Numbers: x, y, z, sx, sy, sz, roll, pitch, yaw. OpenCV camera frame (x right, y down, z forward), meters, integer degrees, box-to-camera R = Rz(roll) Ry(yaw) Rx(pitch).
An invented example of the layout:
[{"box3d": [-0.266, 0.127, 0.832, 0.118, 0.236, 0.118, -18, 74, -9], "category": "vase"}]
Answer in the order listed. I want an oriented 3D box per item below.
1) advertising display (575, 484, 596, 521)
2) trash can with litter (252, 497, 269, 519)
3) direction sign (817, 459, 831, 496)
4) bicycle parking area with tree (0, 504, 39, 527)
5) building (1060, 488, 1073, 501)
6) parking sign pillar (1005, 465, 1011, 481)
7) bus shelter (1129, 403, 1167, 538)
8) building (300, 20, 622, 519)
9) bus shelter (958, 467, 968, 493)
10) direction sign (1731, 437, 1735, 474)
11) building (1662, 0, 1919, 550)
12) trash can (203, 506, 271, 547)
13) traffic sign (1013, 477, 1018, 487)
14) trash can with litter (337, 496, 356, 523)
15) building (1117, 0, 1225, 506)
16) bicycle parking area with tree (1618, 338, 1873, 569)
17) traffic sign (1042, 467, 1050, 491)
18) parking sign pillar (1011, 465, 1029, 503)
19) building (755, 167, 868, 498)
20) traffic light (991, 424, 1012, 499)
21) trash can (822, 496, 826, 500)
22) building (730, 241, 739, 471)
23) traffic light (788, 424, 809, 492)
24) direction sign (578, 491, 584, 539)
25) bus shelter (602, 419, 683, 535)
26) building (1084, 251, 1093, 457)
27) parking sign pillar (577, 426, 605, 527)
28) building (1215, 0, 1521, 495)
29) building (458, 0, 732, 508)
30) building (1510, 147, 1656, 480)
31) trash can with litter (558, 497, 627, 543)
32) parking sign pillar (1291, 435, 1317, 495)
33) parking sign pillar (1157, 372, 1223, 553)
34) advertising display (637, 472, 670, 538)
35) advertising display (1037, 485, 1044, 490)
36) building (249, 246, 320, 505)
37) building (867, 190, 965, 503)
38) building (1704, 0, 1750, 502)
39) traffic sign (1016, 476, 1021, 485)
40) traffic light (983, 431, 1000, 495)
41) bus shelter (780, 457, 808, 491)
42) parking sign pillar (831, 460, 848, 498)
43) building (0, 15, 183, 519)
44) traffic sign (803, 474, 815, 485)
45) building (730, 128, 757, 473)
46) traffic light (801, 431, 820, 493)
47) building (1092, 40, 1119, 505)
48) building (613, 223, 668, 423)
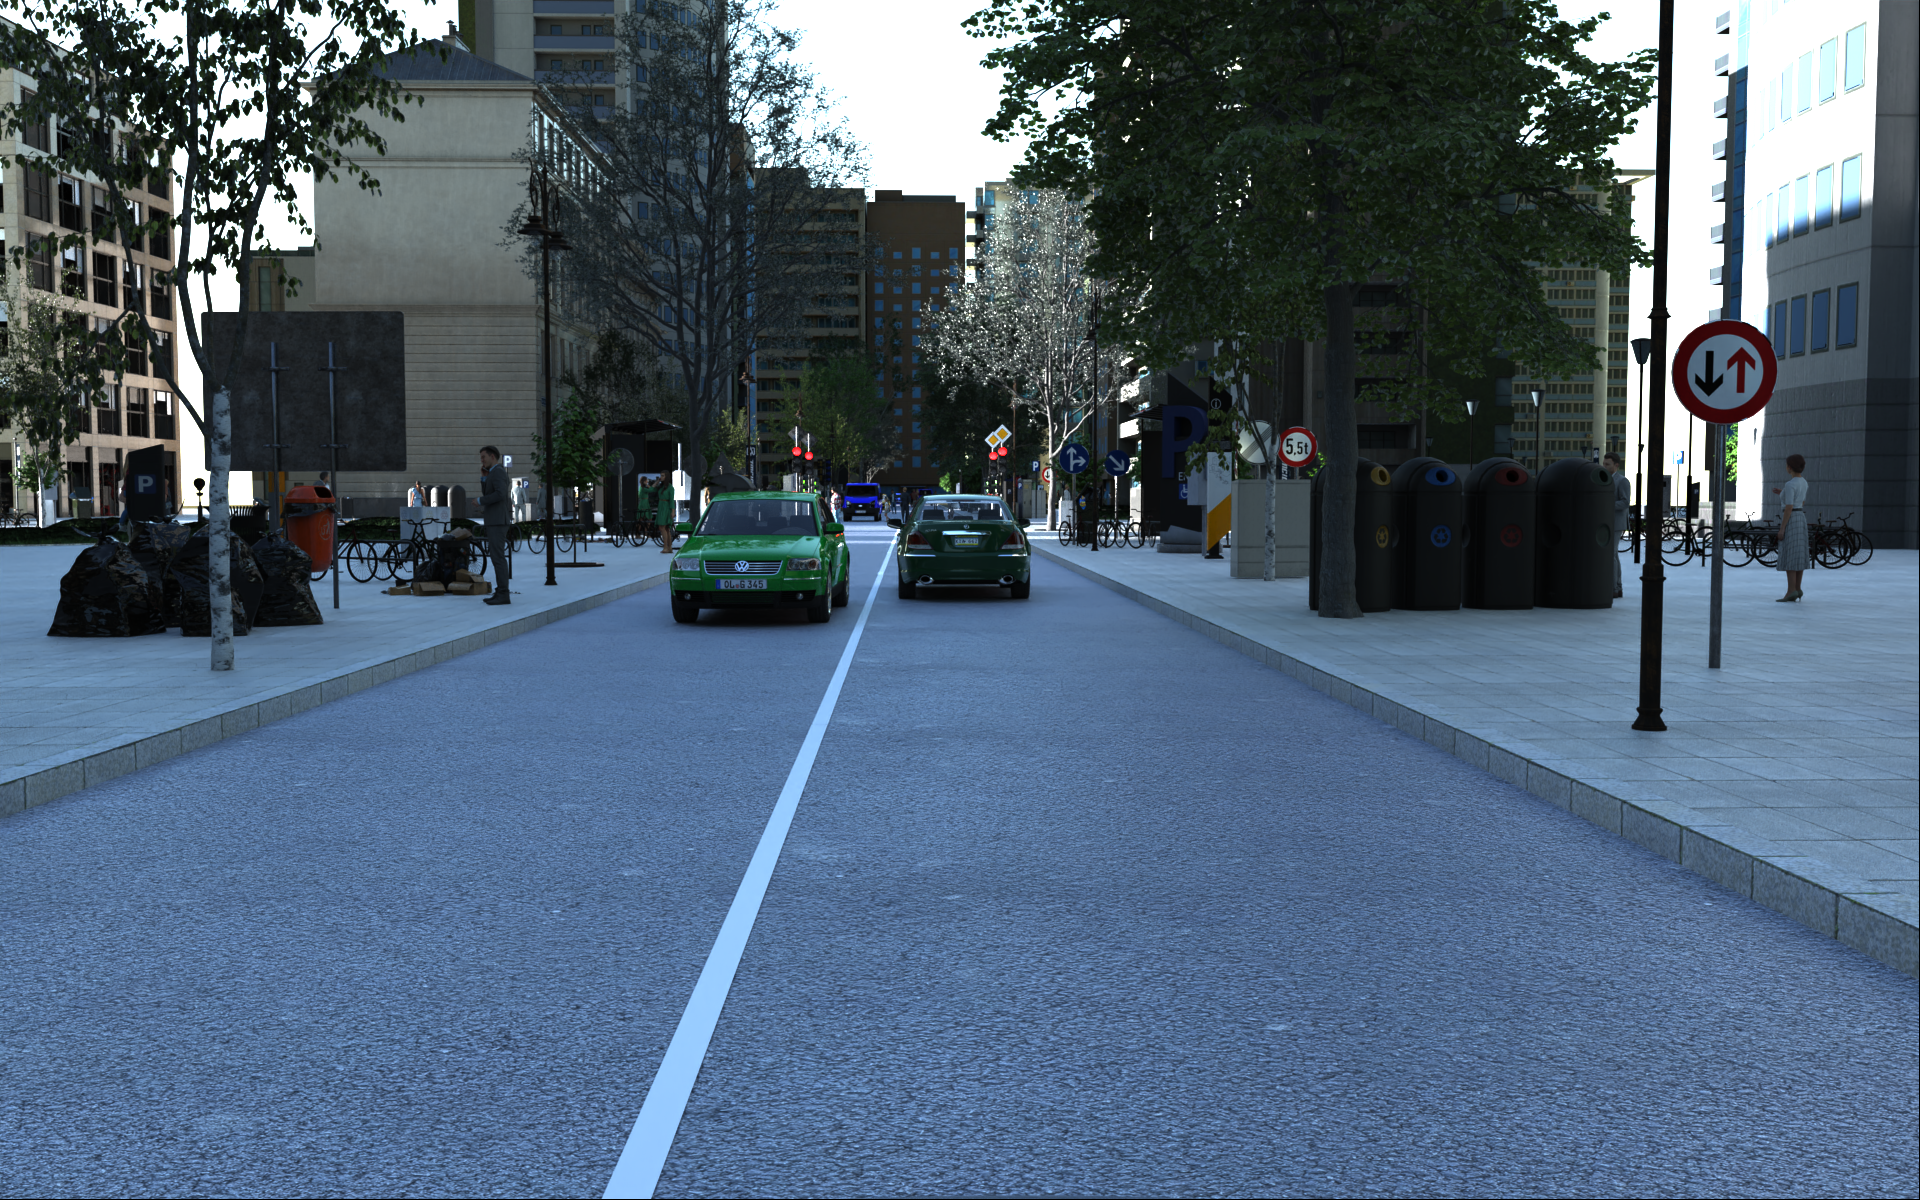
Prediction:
[{"box3d": [-14.110, -3.658, 65.024, 0.974, 1.923, 0.123, 2, 4, 26], "category": "advertising display"}, {"box3d": [-25.995, -3.280, 65.013, 1.055, 1.170, 0.624, 1, 4, 14], "category": "trash can with litter"}, {"box3d": [-8.770, -7.336, 111.942, 0.876, 3.537, 0.379, 0, 4, 6], "category": "direction sign"}, {"box3d": [-35.577, -4.309, 57.449, 9.016, 4.147, 8.231, 1, 4, 20], "category": "bicycle parking area with tree"}, {"box3d": [28.491, -31.274, 203.217, 32.217, 40.220, 23.993, 0, 4, -2], "category": "building"}, {"box3d": [4.026, -9.002, 135.659, 1.447, 3.967, 1.447, 2, 4, 30], "category": "parking sign pillar"}, {"box3d": [5.912, -3.470, 48.016, 1.731, 3.624, 6.357, 0, 4, -2], "category": "bus shelter"}, {"box3d": [-28.113, -18.650, 102.195, 12.463, 27.353, 25.104, 0, 4, -2], "category": "building"}, {"box3d": [0.891, -9.559, 133.914, 2.179, 5.291, 8.768, 0, 4, -2], "category": "bus shelter"}, {"box3d": [30.767, -4.652, 68.051, 0.876, 3.537, 0.379, 2, 4, 33], "category": "direction sign"}, {"box3d": [31.455, -30.512, 40.872, 21.231, 58.520, 28.212, 0, 4, -2], "category": "building"}, {"box3d": [-8.527, -0.539, 20.467, 0.748, 1.137, 0.748, 0, 3, 0], "category": "trash can"}, {"box3d": [4.297, -7.774, 127.216, 0.768, 2.556, 0.104, 0, 4, 7], "category": "traffic sign"}, {"box3d": [-27.680, -4.034, 77.013, 2.233, 1.210, 1.678, -2, 4, -31], "category": "trash can with litter"}, {"box3d": [24.364, -31.387, 136.875, 21.300, 48.544, 21.600, 0, 4, -2], "category": "building"}, {"box3d": [13.828, -2.892, 34.283, 8.231, 4.147, 9.016, -3, 5, -44], "category": "bicycle parking area with tree"}, {"box3d": [4.125, -4.850, 79.405, 0.768, 2.556, 0.104, 0, 4, 3], "category": "traffic sign"}, {"box3d": [4.471, -7.986, 119.048, 1.447, 3.967, 1.447, 0, 4, 6], "category": "parking sign pillar"}, {"box3d": [-24.452, -38.880, 259.384, 21.600, 48.544, 21.300, 0, 4, -2], "category": "building"}, {"box3d": [1.679, -4.929, 69.513, 0.839, 4.253, 0.868, 0, 4, -2], "category": "traffic light"}, {"box3d": [-8.274, -5.557, 102.507, 0.748, 1.137, 0.748, 0, 3, 0], "category": "trash can"}, {"box3d": [-31.774, -25.452, 187.836, 14.160, 30.474, 14.107, 0, 4, -2], "category": "building"}, {"box3d": [-6.479, -4.915, 69.279, 0.839, 4.253, 0.868, 0, 4, -2], "category": "traffic light"}, {"box3d": [-10.614, -3.439, 48.228, 0.379, 3.537, 0.876, -1, 4, -20], "category": "direction sign"}, {"box3d": [-10.377, -4.022, 57.042, 1.731, 3.624, 6.357, 0, 4, -2], "category": "bus shelter"}, {"box3d": [19.965, -25.189, 183.547, 14.160, 30.474, 14.107, 0, 4, -2], "category": "building"}, {"box3d": [-14.228, -4.827, 67.396, 1.447, 3.967, 1.447, 1, 4, 16], "category": "parking sign pillar"}, {"box3d": [22.555, -19.998, 98.671, 14.107, 30.474, 14.160, 0, 4, -2], "category": "building"}, {"box3d": [-33.947, -38.130, 165.420, 21.231, 58.520, 28.212, 0, 4, -2], "category": "building"}, {"box3d": [61.675, -31.071, 199.898, 23.993, 40.220, 32.217, 0, 4, -2], "category": "building"}, {"box3d": [-9.729, -2.123, 45.774, 2.233, 1.210, 1.678, 3, 5, 41], "category": "trash can with litter"}, {"box3d": [15.609, -5.545, 79.128, 1.447, 3.967, 1.447, 1, 4, 10], "category": "parking sign pillar"}, {"box3d": [5.055, -3.028, 37.985, 1.447, 3.967, 1.447, 3, 5, 39], "category": "parking sign pillar"}, {"box3d": [-8.987, -2.789, 50.807, 0.974, 1.923, 0.123, -1, 4, -12], "category": "advertising display"}, {"box3d": [5.418, -6.873, 117.579, 0.123, 1.923, 0.974, 2, 4, 29], "category": "advertising display"}, {"box3d": [-74.965, -26.559, 205.934, 14.107, 30.474, 14.160, 0, 4, -2], "category": "building"}, {"box3d": [-6.494, -37.152, 257.543, 14.200, 45.320, 14.600, 0, 4, -2], "category": "building"}, {"box3d": [52.746, -27.387, 97.895, 14.200, 45.320, 14.600, 0, 4, -2], "category": "building"}, {"box3d": [4.329, -7.483, 122.449, 0.768, 2.556, 0.104, 0, 3, 0], "category": "traffic sign"}, {"box3d": [1.464, -5.417, 77.495, 0.839, 4.253, 0.868, 0, 4, -2], "category": "traffic light"}, {"box3d": [-10.321, -7.255, 109.901, 1.731, 3.624, 6.357, 0, 4, -2], "category": "bus shelter"}, {"box3d": [-9.410, -8.985, 135.383, 1.447, 3.967, 1.447, -1, 4, -18], "category": "parking sign pillar"}, {"box3d": [-65.909, -17.993, 98.703, 34.151, 26.468, 19.350, 0, 4, -2], "category": "building"}, {"box3d": [-9.142, -6.384, 104.476, 0.768, 2.556, 0.104, 0, 4, 2], "category": "traffic sign"}, {"box3d": [-31.892, -33.954, 205.263, 14.200, 45.320, 14.600, 0, 4, -2], "category": "building"}, {"box3d": [-6.694, -5.403, 77.261, 0.839, 4.253, 0.868, 0, 4, -2], "category": "traffic light"}, {"box3d": [20.582, -31.735, 168.978, 14.600, 45.320, 14.200, 0, 4, -2], "category": "building"}, {"box3d": [-29.683, -17.448, 127.071, 13.314, 21.916, 24.055, 0, 4, -2], "category": "building"}]
